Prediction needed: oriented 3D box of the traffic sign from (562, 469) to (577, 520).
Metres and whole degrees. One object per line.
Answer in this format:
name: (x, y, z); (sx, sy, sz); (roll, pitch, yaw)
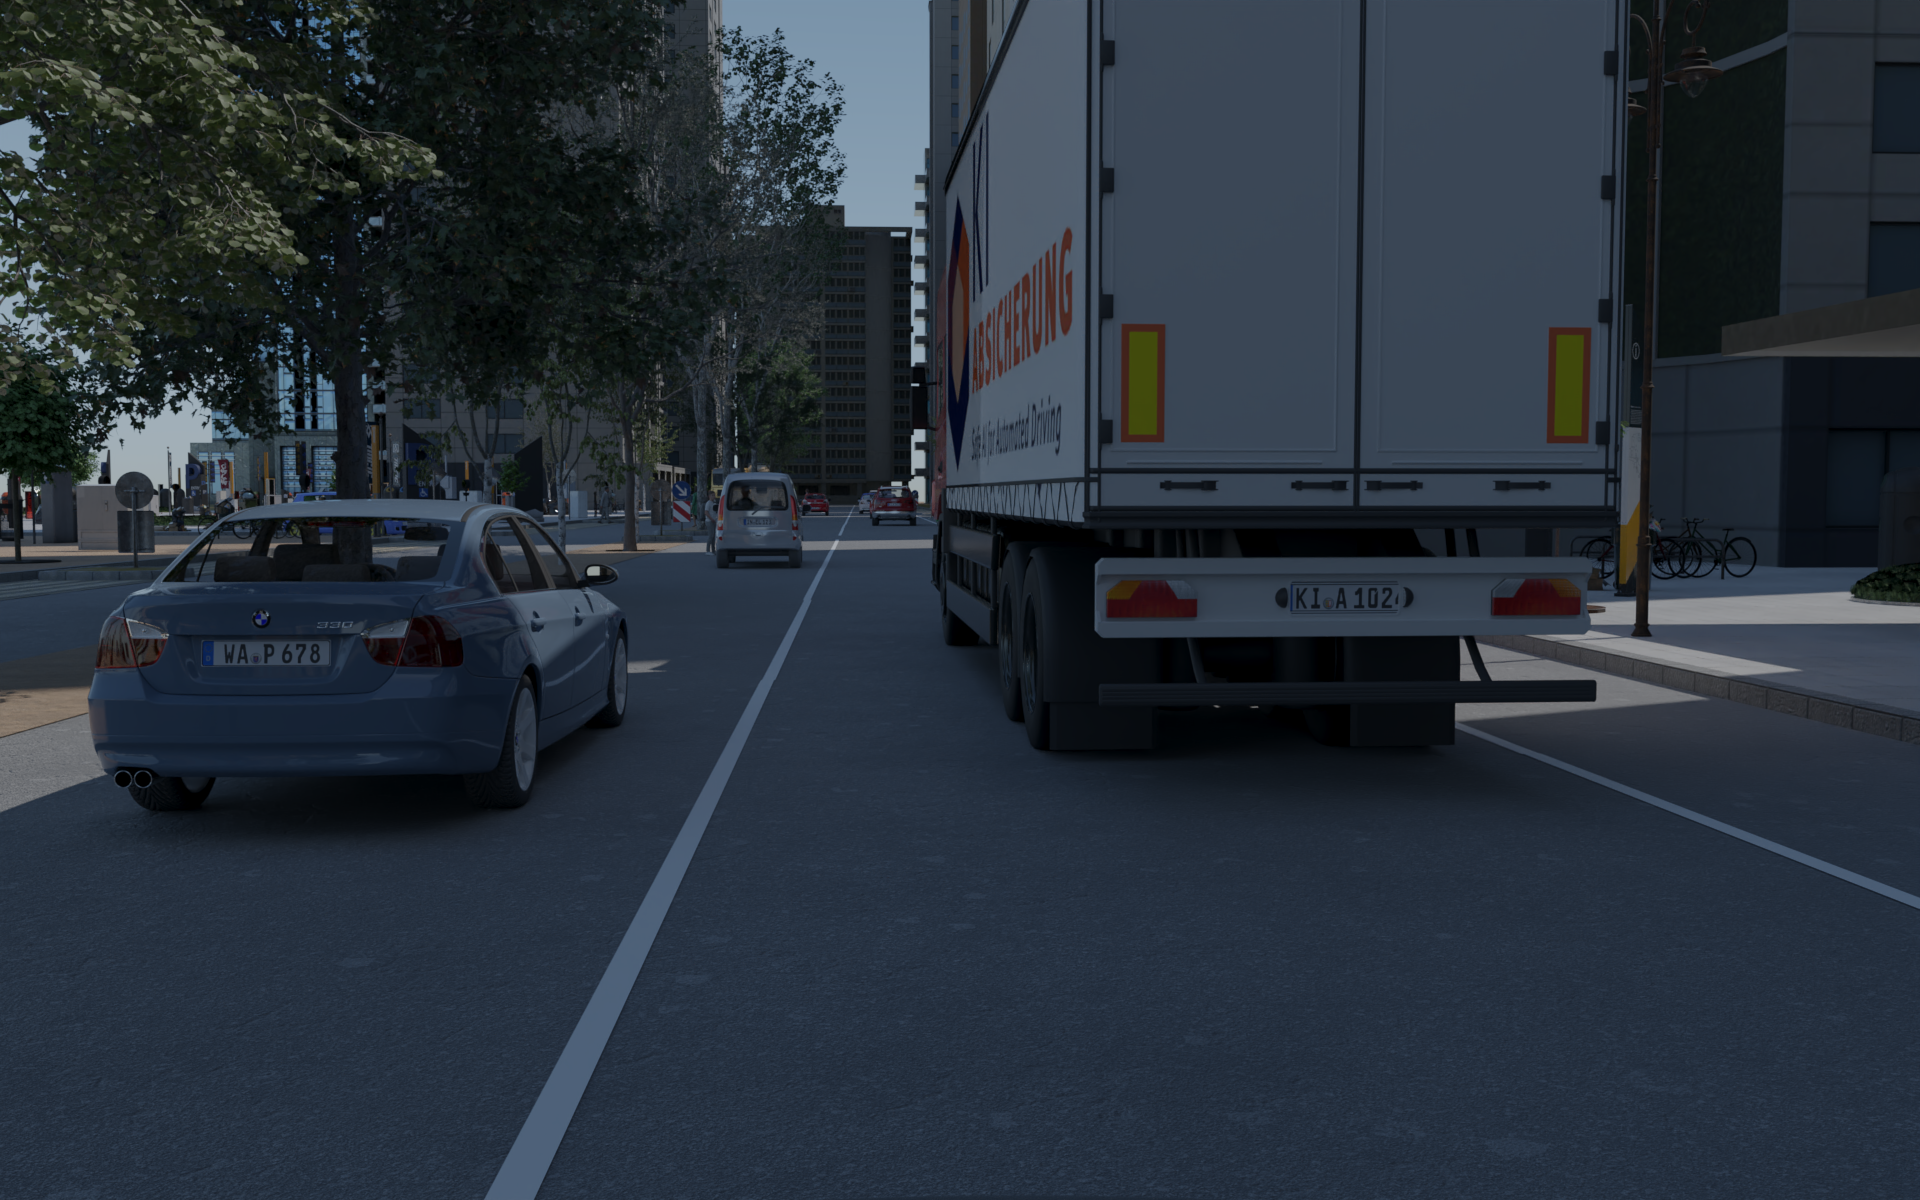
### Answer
traffic sign: (-19.543, -5.290, 86.605); (0.768, 2.556, 0.104); (0, 4, 3)

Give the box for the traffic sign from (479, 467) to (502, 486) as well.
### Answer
traffic sign: (-16.318, -3.460, 60.218); (0.795, 2.450, 0.064); (0, 4, -3)

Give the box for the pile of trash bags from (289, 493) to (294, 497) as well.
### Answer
pile of trash bags: (-46.991, -6.787, 120.715); (1.912, 1.369, 3.447); (-2, 4, -31)

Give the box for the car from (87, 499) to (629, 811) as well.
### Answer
car: (-2.895, 0.174, 9.157); (2.014, 1.417, 4.499); (0, 4, -2)

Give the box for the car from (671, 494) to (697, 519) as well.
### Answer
car: (-15.671, -5.472, 99.250); (2.009, 1.686, 4.222); (0, 4, -2)

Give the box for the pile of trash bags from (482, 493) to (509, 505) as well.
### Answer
pile of trash bags: (-27.651, -5.613, 101.520); (1.912, 1.369, 3.447); (2, 4, 30)

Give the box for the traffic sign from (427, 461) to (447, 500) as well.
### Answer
traffic sign: (-15.858, -2.973, 52.247); (0.795, 2.450, 0.064); (0, 4, -3)

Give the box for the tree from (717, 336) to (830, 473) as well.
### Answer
tree: (-12.107, -11.209, 111.476); (9.928, 11.665, 9.643); (0, 3, 0)

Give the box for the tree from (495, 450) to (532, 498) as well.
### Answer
tree: (-19.842, -5.031, 76.857); (1.663, 3.219, 1.824); (0, 3, 0)

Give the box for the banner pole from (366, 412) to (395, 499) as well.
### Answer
banner pole: (-17.753, -3.824, 52.534); (0.863, 3.779, 0.401); (-3, 5, -42)

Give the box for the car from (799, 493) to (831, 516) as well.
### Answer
car: (-9.617, -6.486, 115.085); (2.155, 1.783, 4.494); (0, 4, -5)

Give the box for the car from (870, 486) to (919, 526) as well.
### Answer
car: (-3.024, -4.341, 79.645); (2.281, 1.827, 5.304); (0, 4, -2)

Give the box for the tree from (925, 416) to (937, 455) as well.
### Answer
tree: (-0.715, -11.664, 141.076); (4.737, 8.622, 4.395); (0, 3, 0)

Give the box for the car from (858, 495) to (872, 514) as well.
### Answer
car: (-6.379, -6.932, 125.699); (2.083, 1.381, 4.827); (0, 4, -2)

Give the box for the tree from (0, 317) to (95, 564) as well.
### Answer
tree: (-17.548, -2.973, 32.317); (4.285, 4.588, 4.351); (0, 3, 0)

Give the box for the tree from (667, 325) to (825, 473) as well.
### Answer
tree: (-11.150, -9.351, 89.766); (8.767, 10.594, 7.601); (0, 4, -3)

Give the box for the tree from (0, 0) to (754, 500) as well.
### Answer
tree: (-7.510, -6.220, 21.163); (9.611, 12.733, 9.660); (0, 3, 0)

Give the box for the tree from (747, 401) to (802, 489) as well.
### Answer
tree: (-13.253, -10.452, 123.704); (4.737, 8.622, 4.395); (0, 3, 0)

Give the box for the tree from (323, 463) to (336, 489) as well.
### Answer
tree: (-32.835, -5.921, 91.404); (1.663, 3.219, 1.824); (0, 3, 0)

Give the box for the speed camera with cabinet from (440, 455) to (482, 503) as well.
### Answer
speed camera with cabinet: (-25.373, -5.732, 88.056); (2.038, 3.252, 0.660); (0, 4, 8)

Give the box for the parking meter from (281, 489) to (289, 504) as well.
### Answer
parking meter: (-33.640, -4.768, 86.372); (0.372, 1.533, 0.369); (0, 3, 0)

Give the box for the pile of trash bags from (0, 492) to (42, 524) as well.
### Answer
pile of trash bags: (-38.736, -3.894, 73.415); (3.447, 1.369, 1.912); (-3, 5, -40)

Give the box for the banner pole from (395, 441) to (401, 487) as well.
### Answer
banner pole: (-23.429, -4.996, 71.703); (0.863, 3.779, 0.401); (3, 4, 36)

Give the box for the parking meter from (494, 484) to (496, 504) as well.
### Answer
parking meter: (-26.178, -5.624, 97.657); (0.255, 1.863, 0.399); (3, 5, 39)

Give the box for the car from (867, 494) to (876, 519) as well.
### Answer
car: (-4.423, -5.676, 101.846); (2.155, 1.783, 4.494); (0, 4, -3)

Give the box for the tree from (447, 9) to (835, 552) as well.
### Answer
tree: (-8.174, -7.936, 42.584); (12.009, 13.543, 11.850); (0, 3, 0)

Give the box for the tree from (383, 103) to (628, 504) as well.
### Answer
tree: (-7.974, -4.666, 29.114); (4.360, 8.622, 3.978); (0, 3, 0)

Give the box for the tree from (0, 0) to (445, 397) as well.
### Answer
tree: (-7.122, -5.584, 11.890); (7.486, 12.596, 7.792); (0, 3, 0)

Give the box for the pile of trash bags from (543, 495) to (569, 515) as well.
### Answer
pile of trash bags: (-24.578, -5.875, 105.814); (1.912, 1.369, 3.447); (1, 4, 21)

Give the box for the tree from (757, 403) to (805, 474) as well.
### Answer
tree: (-12.604, -10.151, 118.781); (4.360, 8.622, 3.978); (0, 3, 0)

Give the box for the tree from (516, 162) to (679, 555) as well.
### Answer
tree: (-7.928, -4.982, 34.276); (4.737, 8.622, 4.395); (0, 3, 0)

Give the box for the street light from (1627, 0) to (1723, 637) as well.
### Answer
street light: (6.146, -2.609, 15.440); (0.468, 5.910, 1.993); (0, 4, -3)

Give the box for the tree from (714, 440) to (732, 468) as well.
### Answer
tree: (-26.472, -14.465, 186.868); (4.360, 8.622, 3.978); (0, 3, 0)

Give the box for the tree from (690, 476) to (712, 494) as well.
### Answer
tree: (-24.466, -10.214, 161.606); (1.663, 3.219, 1.824); (0, 3, 0)

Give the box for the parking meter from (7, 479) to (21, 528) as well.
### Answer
parking meter: (-35.335, -3.609, 64.725); (0.255, 1.863, 0.399); (2, 4, 31)

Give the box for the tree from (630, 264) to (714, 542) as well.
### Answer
tree: (-9.541, -6.001, 50.937); (4.360, 8.622, 3.978); (0, 3, 0)

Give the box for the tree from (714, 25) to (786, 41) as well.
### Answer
tree: (-11.087, -12.713, 66.203); (12.611, 20.169, 13.585); (0, 3, 0)

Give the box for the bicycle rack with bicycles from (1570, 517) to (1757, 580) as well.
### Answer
bicycle rack with bicycles: (10.797, -0.820, 26.792); (2.925, 0.926, 2.852); (0, 4, 6)

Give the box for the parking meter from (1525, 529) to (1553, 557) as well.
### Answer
parking meter: (8.886, -1.273, 26.523); (0.399, 1.863, 0.255); (2, 4, 35)

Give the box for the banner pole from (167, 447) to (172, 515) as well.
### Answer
banner pole: (-41.669, -6.199, 91.377); (0.401, 3.779, 0.863); (-1, 4, -10)

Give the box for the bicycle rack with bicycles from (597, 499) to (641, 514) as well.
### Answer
bicycle rack with bicycles: (-22.906, -6.169, 114.242); (2.852, 0.926, 2.925); (2, 4, 33)

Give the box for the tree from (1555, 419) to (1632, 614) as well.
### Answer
tree: (6.677, -1.493, 19.008); (1.663, 3.219, 1.824); (0, 3, 0)

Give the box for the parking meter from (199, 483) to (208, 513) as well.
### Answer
parking meter: (-41.635, -5.483, 95.358); (0.399, 1.863, 0.255); (-3, 5, -42)

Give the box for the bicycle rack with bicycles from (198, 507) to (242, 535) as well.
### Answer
bicycle rack with bicycles: (-20.069, -2.245, 50.085); (2.925, 0.926, 2.852); (0, 4, 8)

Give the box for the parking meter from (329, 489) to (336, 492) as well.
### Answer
parking meter: (-30.538, -4.646, 84.371); (0.372, 1.533, 0.369); (0, 3, 0)

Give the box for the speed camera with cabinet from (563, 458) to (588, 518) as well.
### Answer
speed camera with cabinet: (-20.646, -6.015, 92.686); (0.660, 3.252, 2.038); (-3, 4, -39)
